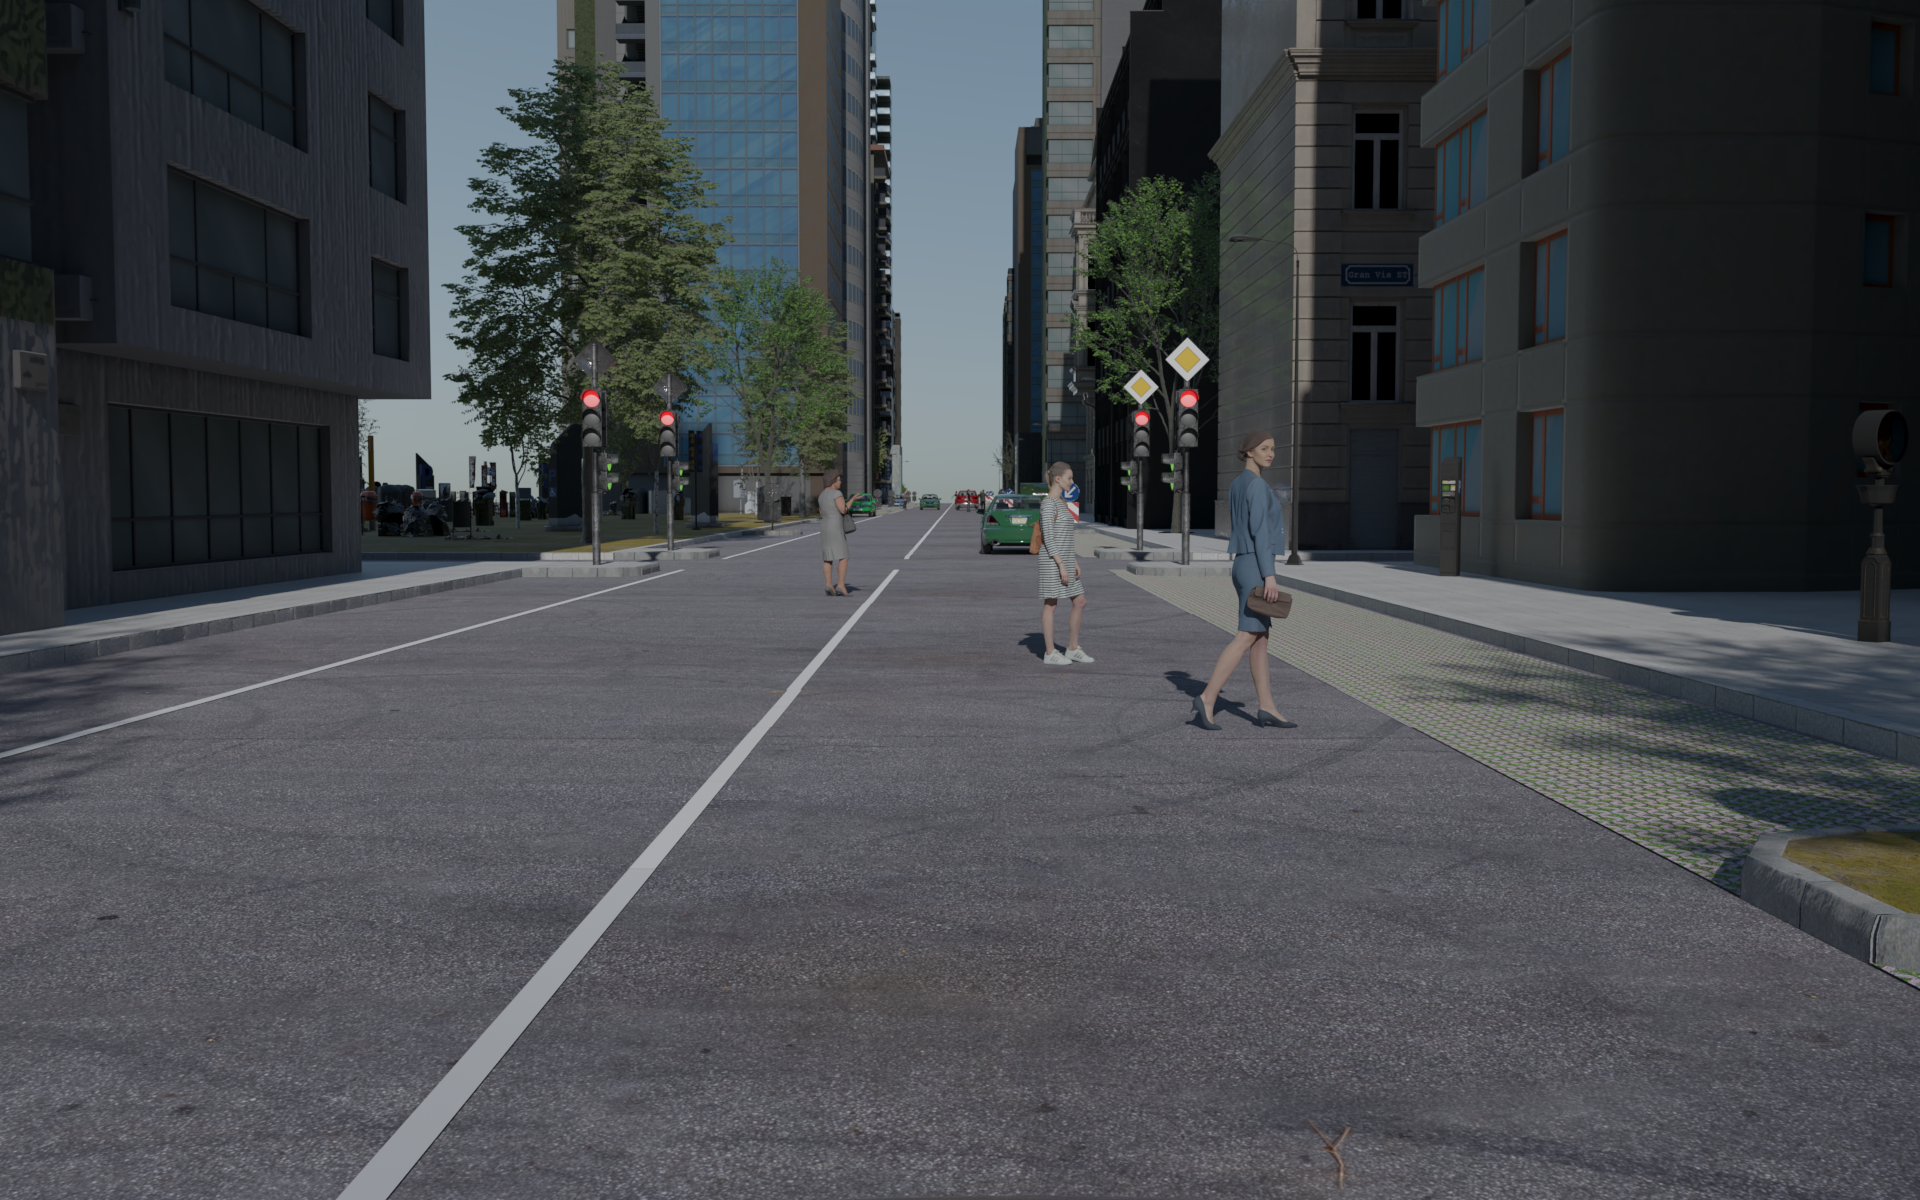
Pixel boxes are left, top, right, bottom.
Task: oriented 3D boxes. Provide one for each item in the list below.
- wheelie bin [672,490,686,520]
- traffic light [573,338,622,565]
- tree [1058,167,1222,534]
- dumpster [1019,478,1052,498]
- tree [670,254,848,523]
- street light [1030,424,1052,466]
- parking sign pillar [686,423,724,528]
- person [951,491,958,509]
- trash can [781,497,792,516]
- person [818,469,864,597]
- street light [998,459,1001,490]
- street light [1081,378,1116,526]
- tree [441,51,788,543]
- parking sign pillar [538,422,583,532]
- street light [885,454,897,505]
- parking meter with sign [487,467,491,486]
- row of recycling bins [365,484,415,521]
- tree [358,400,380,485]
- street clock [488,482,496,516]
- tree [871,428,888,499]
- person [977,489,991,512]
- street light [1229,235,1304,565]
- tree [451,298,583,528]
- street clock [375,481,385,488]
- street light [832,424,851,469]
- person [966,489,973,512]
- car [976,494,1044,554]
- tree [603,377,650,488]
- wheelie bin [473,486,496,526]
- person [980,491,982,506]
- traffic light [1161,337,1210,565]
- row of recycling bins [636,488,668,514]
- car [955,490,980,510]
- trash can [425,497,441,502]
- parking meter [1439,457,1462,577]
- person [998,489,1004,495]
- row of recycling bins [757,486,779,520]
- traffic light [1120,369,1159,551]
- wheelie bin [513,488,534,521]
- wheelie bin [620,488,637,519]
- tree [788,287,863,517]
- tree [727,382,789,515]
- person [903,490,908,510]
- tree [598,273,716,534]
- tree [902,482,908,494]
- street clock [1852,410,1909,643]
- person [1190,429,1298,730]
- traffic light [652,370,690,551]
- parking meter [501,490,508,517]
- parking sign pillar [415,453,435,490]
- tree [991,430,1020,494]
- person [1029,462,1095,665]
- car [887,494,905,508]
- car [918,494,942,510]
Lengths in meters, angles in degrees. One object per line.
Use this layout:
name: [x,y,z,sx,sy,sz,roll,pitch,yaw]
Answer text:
wheelie bin: [-13.967,-4.746,85.497,0.693,1.594,0.980,-3,4,-37]
traffic light: [-6.552,-2.586,31.202,0.839,4.253,0.868,0,3,0]
tree: [7.065,-7.975,56.148,9.928,11.665,9.643,0,3,0]
dumpster: [3.962,-4.999,86.680,1.985,2.255,1.502,0,4,0]
tree: [-8.666,-9.227,76.612,9.928,11.665,9.643,0,3,0]
street light: [5.503,-8.673,114.342,1.470,5.913,1.316,0,3,0]
parking sign pillar: [-9.807,-4.767,66.411,1.447,3.967,1.447,-3,5,-42]
person: [-0.302,-9.709,168.026,1.217,1.735,0.721,2,4,25]
trash can: [-10.103,-5.444,100.654,0.748,1.137,0.748,0,3,0]
person: [-1.644,-0.941,24.241,0.532,1.782,0.716,-3,4,-39]
street light: [5.657,-15.746,229.987,1.470,5.913,1.316,0,3,0]
street light: [5.540,-5.916,69.270,1.470,5.913,1.316,0,3,0]
tree: [-9.283,-7.760,45.006,7.486,12.596,7.792,0,3,0]
parking sign pillar: [-13.647,-4.366,59.854,1.447,3.967,1.447,2,4,28]
street light: [-7.954,-13.837,198.780,1.470,5.913,1.316,0,3,0]
parking meter with sign: [-30.747,-7.126,112.769,0.543,3.016,1.738,-2,4,-27]
row of recycling bins: [-28.232,-4.725,84.364,1.069,1.692,3.534,2,4,34]
tree: [-35.582,-9.184,100.525,4.360,8.622,3.978,0,3,0]
street clock: [-27.397,-5.934,101.594,0.471,2.002,0.358,-1,4,-11]
tree: [-9.628,-14.678,190.349,4.737,8.622,4.395,0,3,0]
person: [1.906,-8.068,140.544,1.348,1.807,0.705,2,4,28]
street light: [5.513,-3.588,31.198,1.470,5.913,1.316,0,3,0]
tree: [-16.617,-6.979,64.474,4.360,8.622,3.978,0,3,0]
street clock: [-32.794,-5.680,97.434,0.471,2.002,0.358,-1,4,-12]
street light: [-7.939,-8.752,115.636,1.470,5.913,1.316,0,3,0]
person: [0.706,-7.776,135.644,0.705,1.822,1.348,1,4,16]
car: [1.447,-1.881,42.558,2.131,1.459,4.920,0,4,2]
tree: [-18.808,-8.957,96.811,4.737,8.622,4.395,0,3,0]
wheelie bin: [-19.227,-3.799,70.028,0.980,1.594,0.693,0,4,7]
person: [2.618,-12.518,213.188,0.705,1.822,1.348,-2,4,-32]
traffic light: [4.060,-2.587,31.212,0.839,4.253,0.868,0,3,0]
row of recycling bins: [-20.291,-6.466,112.830,3.534,1.692,1.069,1,4,12]
car: [0.654,-8.811,152.725,2.281,1.827,5.304,0,4,0]
trash can: [-23.845,-4.080,78.369,0.748,1.137,0.748,0,3,0]
parking meter: [7.656,-1.303,27.021,0.255,1.863,0.399,2,4,27]
person: [2.863,-6.854,120.699,1.348,1.807,0.705,-2,4,-25]
row of recycling bins: [-9.553,-4.809,85.736,1.069,1.692,3.534,-1,4,-11]
traffic light: [4.064,-3.075,39.197,0.839,4.253,0.868,0,3,0]
wheelie bin: [-21.140,-4.651,83.956,0.980,1.594,0.693,-1,4,-13]
wheelie bin: [-16.770,-4.887,87.804,0.693,1.594,0.980,2,4,25]
tree: [-8.923,-10.829,95.186,7.486,12.596,7.792,0,3,0]
tree: [-12.473,-9.552,106.533,4.360,8.622,3.978,0,3,0]
person: [-4.785,-8.959,155.508,0.750,1.759,0.617,3,5,44]
tree: [-9.854,-6.451,55.842,4.360,8.622,3.978,0,3,0]
tree: [-9.019,-17.086,273.957,1.663,3.219,1.824,0,3,0]
street clock: [7.944,-0.638,14.994,0.471,2.002,0.358,-2,4,-30]
person: [1.740,-0.124,10.546,0.654,1.822,0.581,1,4,9]
traffic light: [-6.547,-3.074,39.187,0.839,4.253,0.868,0,3,0]
parking meter: [-25.499,-5.417,96.974,0.372,1.533,0.369,0,3,0]
parking sign pillar: [-35.149,-7.668,113.845,1.447,3.967,1.447,2,4,24]
tree: [5.994,-15.148,198.029,4.360,8.622,3.978,0,3,0]
person: [0.830,-0.312,14.598,0.522,1.701,0.512,1,4,20]
car: [-6.301,-9.880,173.542,2.014,1.417,4.499,0,3,0]
car: [-2.711,-8.837,156.280,2.131,1.459,4.920,0,4,-1]
